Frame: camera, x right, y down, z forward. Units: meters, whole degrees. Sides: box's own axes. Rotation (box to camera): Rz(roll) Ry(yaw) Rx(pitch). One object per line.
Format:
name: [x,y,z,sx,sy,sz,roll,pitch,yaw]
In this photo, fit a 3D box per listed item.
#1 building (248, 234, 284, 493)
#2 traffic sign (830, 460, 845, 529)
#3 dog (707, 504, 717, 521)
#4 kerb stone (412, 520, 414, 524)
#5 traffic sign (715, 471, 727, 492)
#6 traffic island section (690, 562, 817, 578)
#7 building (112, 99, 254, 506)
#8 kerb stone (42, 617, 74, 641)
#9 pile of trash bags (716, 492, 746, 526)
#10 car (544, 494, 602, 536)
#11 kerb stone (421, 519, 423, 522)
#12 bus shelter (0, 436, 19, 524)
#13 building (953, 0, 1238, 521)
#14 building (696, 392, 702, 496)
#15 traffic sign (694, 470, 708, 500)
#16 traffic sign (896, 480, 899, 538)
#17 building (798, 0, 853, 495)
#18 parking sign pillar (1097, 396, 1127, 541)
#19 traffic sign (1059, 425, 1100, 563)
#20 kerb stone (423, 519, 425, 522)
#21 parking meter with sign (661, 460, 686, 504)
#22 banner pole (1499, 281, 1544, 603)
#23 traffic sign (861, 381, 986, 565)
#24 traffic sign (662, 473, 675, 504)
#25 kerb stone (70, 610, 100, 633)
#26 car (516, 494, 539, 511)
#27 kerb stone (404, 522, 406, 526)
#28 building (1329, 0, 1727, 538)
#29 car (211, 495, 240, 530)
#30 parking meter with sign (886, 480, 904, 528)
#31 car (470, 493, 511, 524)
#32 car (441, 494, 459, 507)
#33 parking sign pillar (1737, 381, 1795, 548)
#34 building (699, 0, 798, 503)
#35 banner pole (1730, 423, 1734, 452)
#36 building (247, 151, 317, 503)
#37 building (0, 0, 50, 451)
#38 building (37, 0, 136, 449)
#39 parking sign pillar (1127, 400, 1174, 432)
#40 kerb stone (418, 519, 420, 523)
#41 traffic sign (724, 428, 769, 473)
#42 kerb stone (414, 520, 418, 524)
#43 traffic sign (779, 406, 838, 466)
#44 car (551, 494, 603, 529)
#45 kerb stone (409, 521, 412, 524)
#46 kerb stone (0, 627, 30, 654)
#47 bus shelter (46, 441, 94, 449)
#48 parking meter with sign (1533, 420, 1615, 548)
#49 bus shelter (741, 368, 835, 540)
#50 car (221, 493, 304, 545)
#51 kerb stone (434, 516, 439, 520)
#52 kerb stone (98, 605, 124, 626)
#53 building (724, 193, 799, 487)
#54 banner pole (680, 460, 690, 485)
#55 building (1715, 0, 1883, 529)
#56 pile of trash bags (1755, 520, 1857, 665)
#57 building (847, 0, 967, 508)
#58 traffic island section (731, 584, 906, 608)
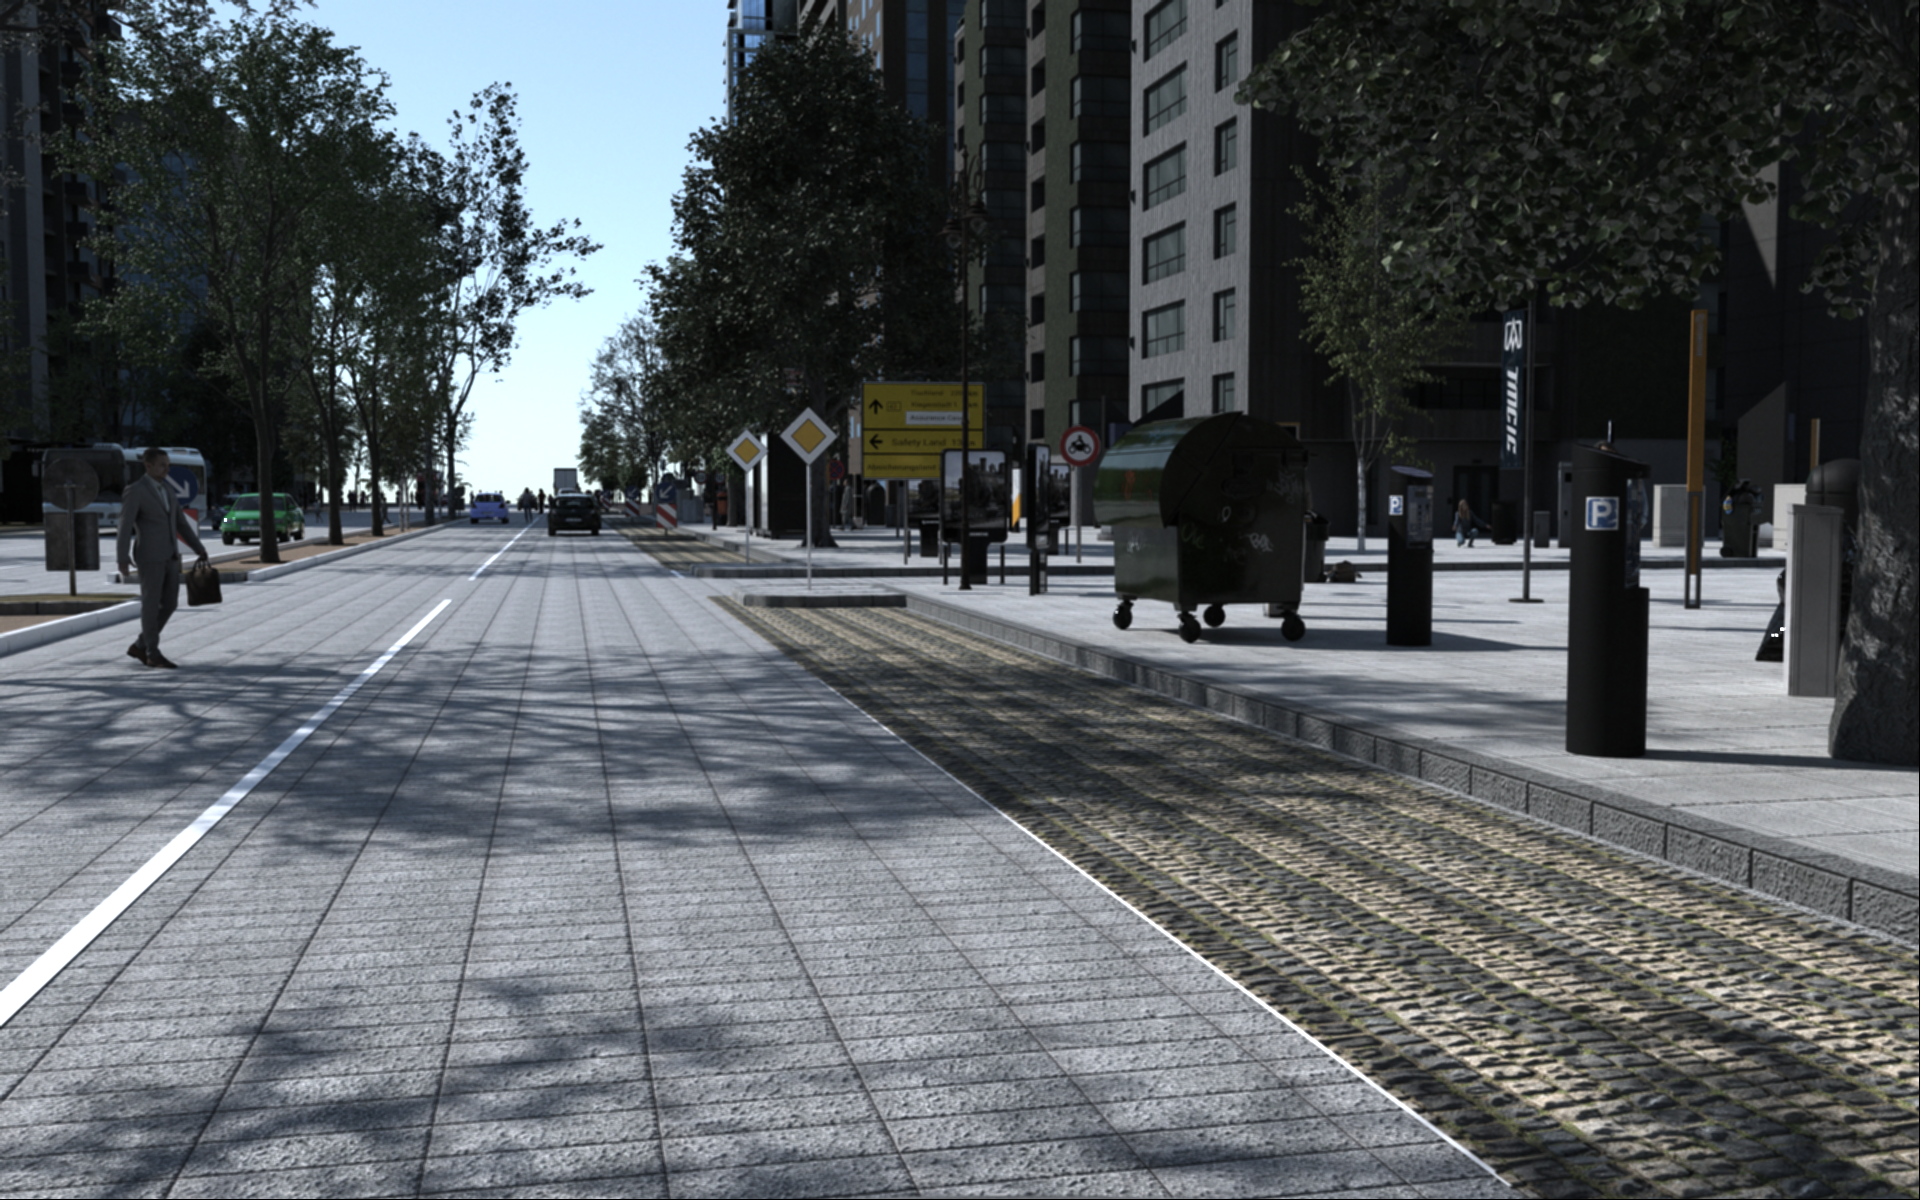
building: [-101.292,-31.856,212.729,32.217,40.220,23.993,-1,4,-13]
traffic sign: [-4.610,-3.877,63.501,0.768,2.556,0.104,-1,4,-11]
dog: [-11.418,-4.089,81.239,0.800,0.831,0.513,3,5,41]
kerb stone: [-25.839,-3.611,81.275,0.120,0.150,1.000,-1,4,-13]
traffic sign: [-12.977,-5.717,93.572,0.768,2.556,0.104,-1,4,-10]
traffic island section: [-3.742,-0.526,30.882,2.009,0.180,2.903,-1,4,-13]
building: [-88.663,-33.343,195.269,14.600,45.320,14.200,-1,4,-13]
kerb stone: [-9.059,0.302,17.255,0.120,0.150,1.000,-1,4,-13]
pile of trash bags: [-9.157,-3.731,70.750,1.912,1.369,3.447,1,4,13]
car: [-13.493,-3.098,60.431,2.009,1.686,4.222,-1,4,-13]
kerb stone: [-26.966,-3.915,86.278,0.120,0.150,1.000,-1,4,-13]
bus shelter: [-40.213,-4.962,72.410,1.731,3.624,6.357,-1,4,-13]
building: [6.607,-20.139,100.966,14.160,30.474,14.107,-1,4,-13]
building: [-32.398,-29.732,257.811,14.160,30.474,14.107,-1,4,-13]
traffic sign: [-13.706,-5.600,91.673,0.768,2.556,0.104,-1,4,-10]
traffic sign: [-1.825,-3.098,50.763,0.768,2.556,0.104,0,4,-8]
building: [-0.585,-31.281,135.139,21.300,48.544,21.600,-1,4,-13]
parking sign pillar: [4.506,-3.630,47.827,1.447,3.967,1.447,-3,5,-39]
traffic sign: [2.207,-1.956,32.093,0.768,2.556,0.104,0,4,-6]
kerb stone: [-27.209,-3.979,87.271,0.120,0.150,1.000,-1,4,-13]
parking meter with sign: [-14.283,-5.615,88.069,1.738,3.016,0.543,-2,4,-25]
banner pole: [6.675,-1.876,20.696,0.401,3.779,0.863,-1,4,-13]
traffic sign: [-0.663,-2.294,31.381,2.265,3.308,0.079,0,4,-7]
traffic sign: [-17.278,-6.275,102.710,0.768,2.556,0.104,0,4,-5]
kerb stone: [-9.290,0.242,18.261,0.120,0.150,1.000,-1,4,-13]
car: [-37.546,-8.606,150.495,2.009,1.686,4.222,-1,4,-13]
kerb stone: [-24.920,-3.366,77.277,0.120,0.150,1.000,-1,4,-13]
building: [14.217,-17.367,55.654,14.107,30.474,14.160,-1,4,-13]
car: [-29.180,-3.567,70.324,2.014,1.417,4.499,-1,4,-14]
parking meter with sign: [-2.050,-4.273,66.119,1.738,3.016,0.543,2,4,32]
car: [-22.930,-4.579,84.459,1.945,1.707,3.694,-1,4,-12]
car: [-58.218,-11.521,197.413,2.155,1.783,4.494,-1,4,-15]
parking sign pillar: [19.514,-3.271,41.959,1.447,3.967,1.447,-2,4,-28]
building: [-23.307,-56.412,235.009,22.319,86.520,31.000,-1,4,-13]
banner pole: [27.134,-4.335,60.897,0.401,3.779,0.863,2,4,31]
building: [-101.021,-37.463,236.226,21.300,48.544,21.600,-1,4,-13]
building: [-71.865,-34.486,105.848,21.231,58.520,28.212,-1,4,-13]
building: [-78.485,-29.385,135.069,22.147,44.769,28.867,-1,4,-13]
parking sign pillar: [5.091,-3.435,44.635,1.447,3.967,1.447,0,4,6]
kerb stone: [-26.513,-3.797,84.272,0.120,0.150,1.000,-1,4,-13]
traffic sign: [-3.763,-1.749,30.795,0.795,2.593,0.064,-1,4,-13]
kerb stone: [-26.290,-3.730,83.275,0.120,0.150,1.000,-1,4,-13]
traffic sign: [-1.985,-1.273,23.009,0.795,2.593,0.064,-1,4,-13]
car: [-15.789,-3.654,71.541,2.131,1.459,4.920,-1,4,-14]
kerb stone: [-25.605,-3.552,80.272,0.120,0.150,1.000,-1,4,-13]
kerb stone: [-8.828,0.364,16.247,0.120,0.150,1.000,-1,4,-13]
bus shelter: [-41.181,-5.392,79.435,1.731,3.624,6.357,-1,4,-13]
parking meter with sign: [14.538,-2.739,41.051,1.738,3.016,0.543,1,4,16]
bus shelter: [-5.466,-4.590,52.683,2.179,5.291,8.768,-1,4,-13]
car: [-20.242,-2.542,50.362,1.959,1.807,4.718,-1,4,-13]
kerb stone: [-29.945,-4.714,99.263,0.120,0.150,1.000,-1,4,-13]
kerb stone: [-9.512,0.187,19.260,0.120,0.150,1.000,-1,4,-13]
building: [-22.041,-32.398,213.302,14.154,41.232,14.086,-1,4,-13]
banner pole: [-14.855,-6.326,93.447,0.863,3.779,0.401,-3,5,-41]
building: [37.944,-38.297,64.407,20.611,71.187,20.563,-1,4,-13]
pile of trash bags: [7.546,-0.168,12.497,1.912,1.369,3.447,-2,4,-26]
building: [0.339,-28.557,117.023,14.600,45.320,14.200,-1,4,-13]
traffic island section: [-1.964,-0.050,23.097,2.009,0.180,2.903,-1,4,-13]
